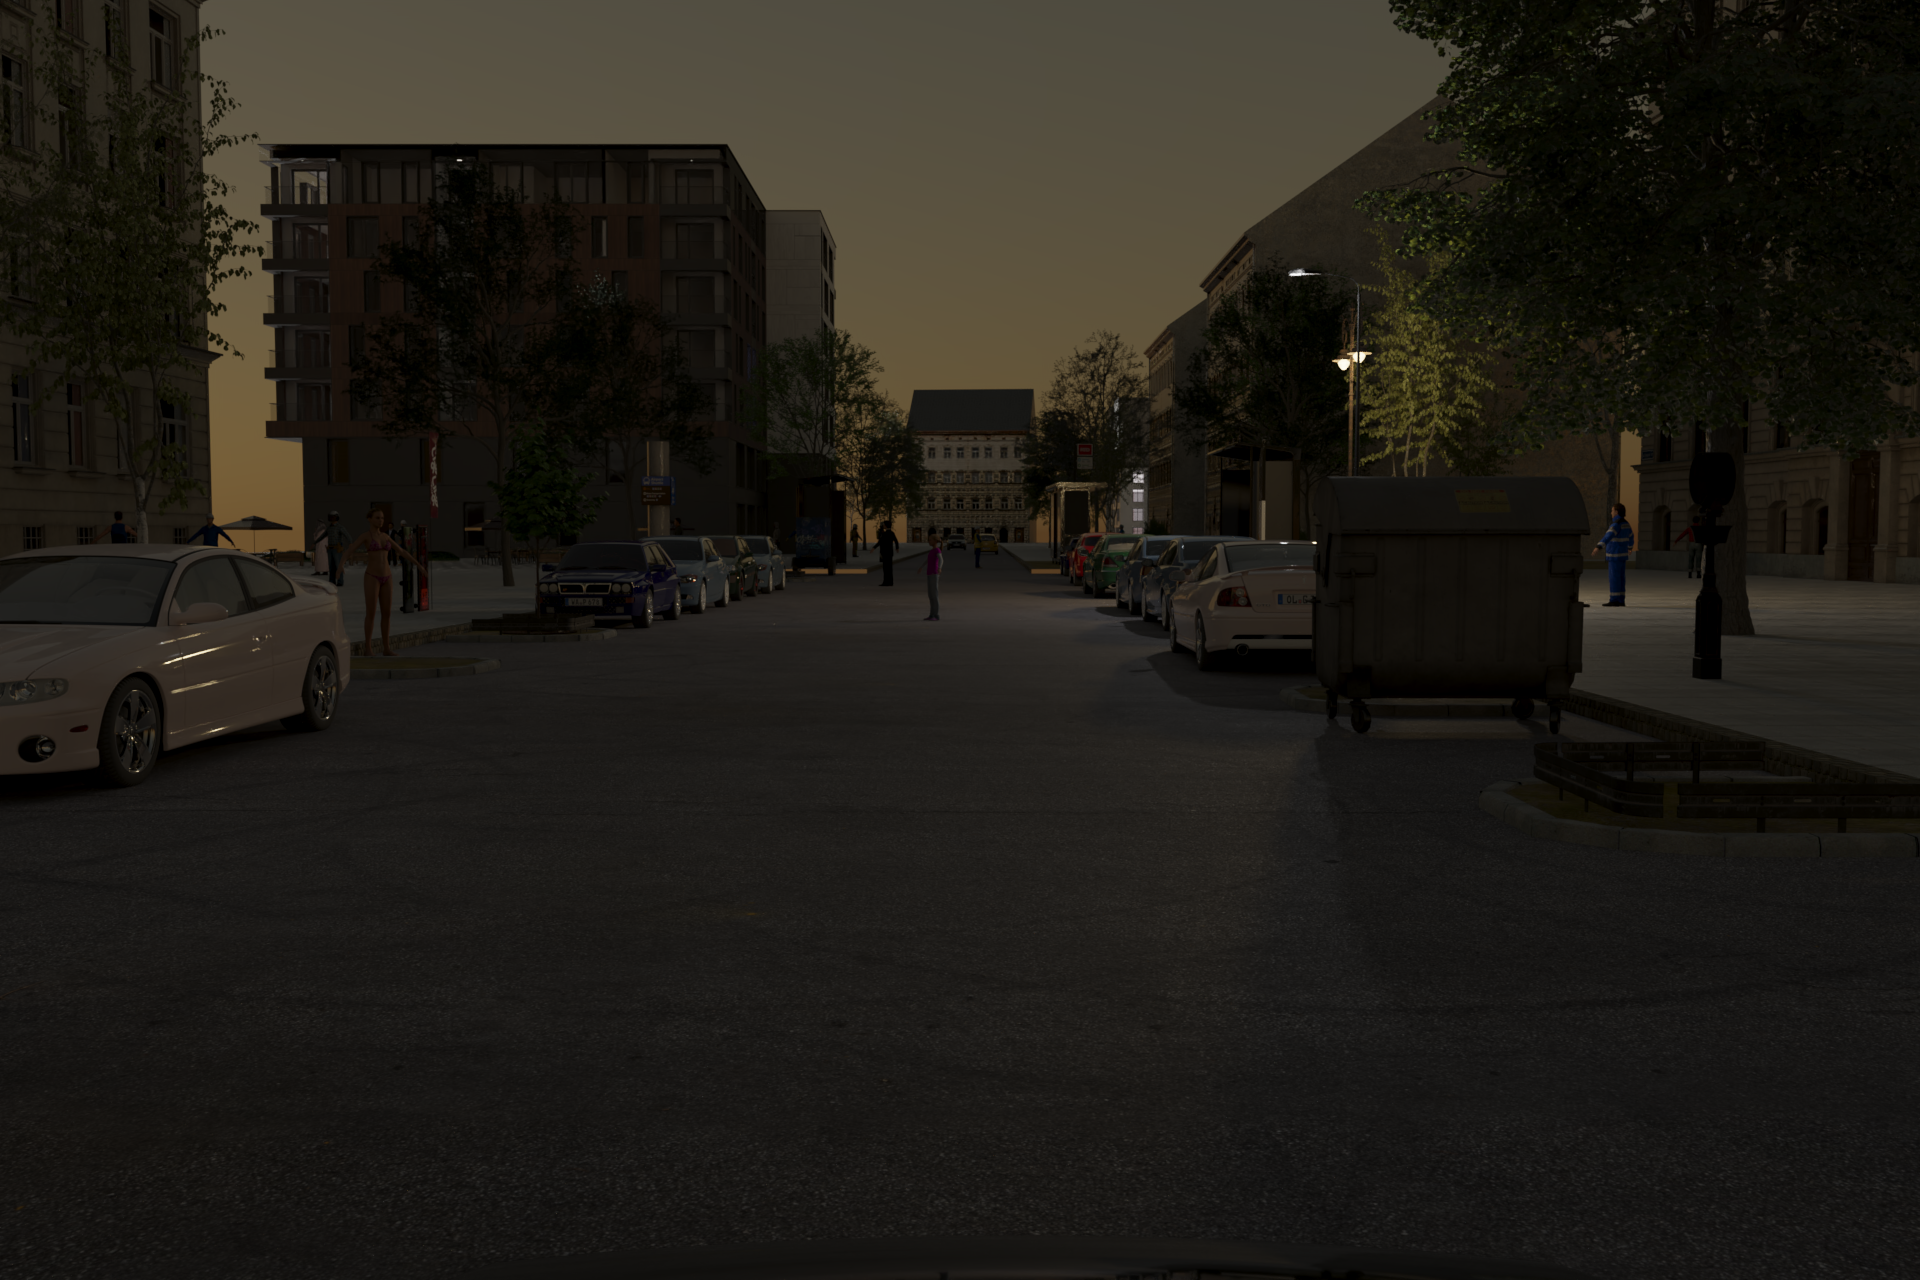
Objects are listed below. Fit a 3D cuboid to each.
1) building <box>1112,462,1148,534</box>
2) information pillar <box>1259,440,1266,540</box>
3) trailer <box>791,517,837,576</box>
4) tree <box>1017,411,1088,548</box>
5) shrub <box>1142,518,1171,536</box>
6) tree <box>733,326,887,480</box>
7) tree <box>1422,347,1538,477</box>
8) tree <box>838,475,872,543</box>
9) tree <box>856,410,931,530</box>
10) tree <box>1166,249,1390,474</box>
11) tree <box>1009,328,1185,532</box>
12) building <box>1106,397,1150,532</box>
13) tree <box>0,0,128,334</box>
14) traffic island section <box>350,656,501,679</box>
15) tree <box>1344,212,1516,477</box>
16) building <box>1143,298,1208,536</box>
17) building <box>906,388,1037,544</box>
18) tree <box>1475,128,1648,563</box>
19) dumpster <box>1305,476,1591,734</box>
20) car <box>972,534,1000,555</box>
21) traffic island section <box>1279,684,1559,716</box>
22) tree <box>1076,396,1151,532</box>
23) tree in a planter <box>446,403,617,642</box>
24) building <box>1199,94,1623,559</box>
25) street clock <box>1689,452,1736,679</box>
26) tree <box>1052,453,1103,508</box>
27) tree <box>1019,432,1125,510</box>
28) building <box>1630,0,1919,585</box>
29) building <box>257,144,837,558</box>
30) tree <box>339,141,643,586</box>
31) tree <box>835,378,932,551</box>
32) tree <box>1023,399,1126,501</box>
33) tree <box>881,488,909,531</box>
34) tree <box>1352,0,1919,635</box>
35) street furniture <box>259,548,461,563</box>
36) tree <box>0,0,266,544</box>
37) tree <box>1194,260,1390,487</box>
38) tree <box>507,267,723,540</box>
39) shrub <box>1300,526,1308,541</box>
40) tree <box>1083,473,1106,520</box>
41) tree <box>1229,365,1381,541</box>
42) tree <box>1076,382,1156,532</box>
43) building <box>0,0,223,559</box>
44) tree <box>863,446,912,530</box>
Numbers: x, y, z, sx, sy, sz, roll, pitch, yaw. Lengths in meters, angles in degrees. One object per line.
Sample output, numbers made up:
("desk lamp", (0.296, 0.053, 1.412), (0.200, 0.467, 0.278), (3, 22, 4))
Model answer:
("building", (23.195, -15.944, 202.834), (9.099, 9.664, 28.070), (0, 4, 1))
("information pillar", (7.559, -3.179, 43.338), (0.183, 3.616, 0.504), (0, 4, 1))
("trailer", (-5.050, -3.193, 59.257), (1.471, 1.999, 3.904), (0, 4, 0))
("tree", (8.604, -14.714, 158.695), (7.486, 12.596, 7.792), (0, 3, 0))
("shrub", (8.431, -4.313, 74.929), (1.690, 2.028, 1.600), (0, 3, 0))
("tree", (-7.346, -9.767, 85.446), (9.928, 11.665, 9.643), (0, 3, 0))
("tree", (19.958, -7.165, 67.509), (4.737, 8.622, 4.395), (0, 3, 0))
("tree", (-16.099, -19.861, 259.145), (7.601, 10.594, 8.767), (0, 4, 8))
("tree", (-6.116, -14.681, 158.166), (7.486, 12.596, 7.792), (0, 3, 0))
("tree", (10.472, -7.549, 57.840), (8.767, 10.594, 7.601), (3, 4, 39))
("tree", (8.220, -11.755, 102.557), (12.009, 13.543, 11.850), (0, 3, 0))
("building", (28.989, -22.372, 232.246), (16.747, 18.905, 31.486), (0, 4, 1))
("tree", (-11.993, -4.162, 18.405), (4.360, 8.622, 3.978), (0, 3, 0))
("traffic island section", (-5.930, 0.290, 18.122), (1.991, 0.108, 1.994), (0, 4, 2))
("tree", (10.469, -5.455, 39.554), (4.737, 8.622, 4.395), (0, 3, 0))
("building", (24.872, -18.600, 135.034), (19.493, 23.208, 18.063), (0, 4, 1))
("building", (2.046, -26.148, 260.900), (18.063, 23.208, 19.493), (0, 4, 6))
("tree", (29.741, -13.594, 78.157), (12.611, 20.169, 13.585), (0, 3, 0))
("dumpster", (3.589, -0.287, 12.905), (1.865, 1.857, 1.264), (0, 4, 1))
("car", (1.835, -6.815, 121.644), (2.015, 1.641, 3.980), (0, 4, 1))
("traffic island section", (3.753, 0.504, 14.621), (1.991, 0.108, 1.994), (0, 4, 2))
("tree", (7.777, -8.729, 93.078), (4.360, 8.622, 3.978), (0, 3, 0))
("tree in a planter", (-5.826, -1.628, 23.841), (1.991, 3.239, 1.994), (0, 4, 0))
("building", (24.098, -16.207, 95.919), (19.493, 23.208, 18.063), (0, 4, 1))
("street clock", (6.635, -0.658, 15.326), (0.358, 2.002, 0.471), (0, 4, 1))
("tree", (8.493, -10.946, 129.335), (4.737, 8.622, 4.395), (0, 3, 0))
("tree", (8.997, -12.699, 142.043), (8.767, 10.594, 7.601), (-1, 4, -18))
("building", (29.778, -13.860, 45.701), (14.460, 24.649, 34.723), (0, 4, 0))
("building", (-22.719, -16.108, 107.343), (27.936, 21.610, 32.646), (0, 3, 0))
("tree", (-11.419, -6.590, 42.163), (7.601, 10.594, 8.767), (-1, 4, -21))
("tree", (-7.549, -13.729, 134.833), (12.009, 13.543, 11.850), (0, 3, 0))
("tree", (7.988, -11.273, 118.732), (7.601, 10.594, 8.767), (-3, 5, -44))
("tree", (-7.169, -13.417, 169.727), (4.360, 8.622, 3.978), (0, 3, 0))
("tree", (9.775, -7.042, 21.789), (9.857, 13.997, 8.962), (0, 3, 0))
("street furniture", (-27.368, -3.974, 80.601), (5.734, 0.657, 10.072), (3, 5, 40))
("tree", (-11.382, -4.476, 23.541), (4.737, 8.622, 4.395), (0, 3, 0))
("tree", (12.780, -8.650, 67.189), (9.928, 11.665, 9.643), (0, 3, 0))
("tree", (-11.818, -7.748, 61.099), (7.601, 10.594, 8.767), (1, 4, 9))
("shrub", (14.417, -4.395, 75.901), (1.661, 2.075, 1.752), (0, 3, 0))
("tree", (20.175, -21.135, 255.932), (12.009, 13.543, 11.850), (0, 3, 0))
("tree", (16.335, -9.047, 82.331), (7.601, 10.594, 8.767), (1, 4, 9))
("tree", (7.350, -8.158, 83.744), (4.360, 8.622, 3.978), (0, 3, 0))
("building", (-30.188, -12.623, 38.401), (16.112, 23.069, 30.059), (0, 3, 0))
("tree", (-6.645, -11.885, 144.680), (4.360, 8.622, 3.978), (0, 3, 0))
